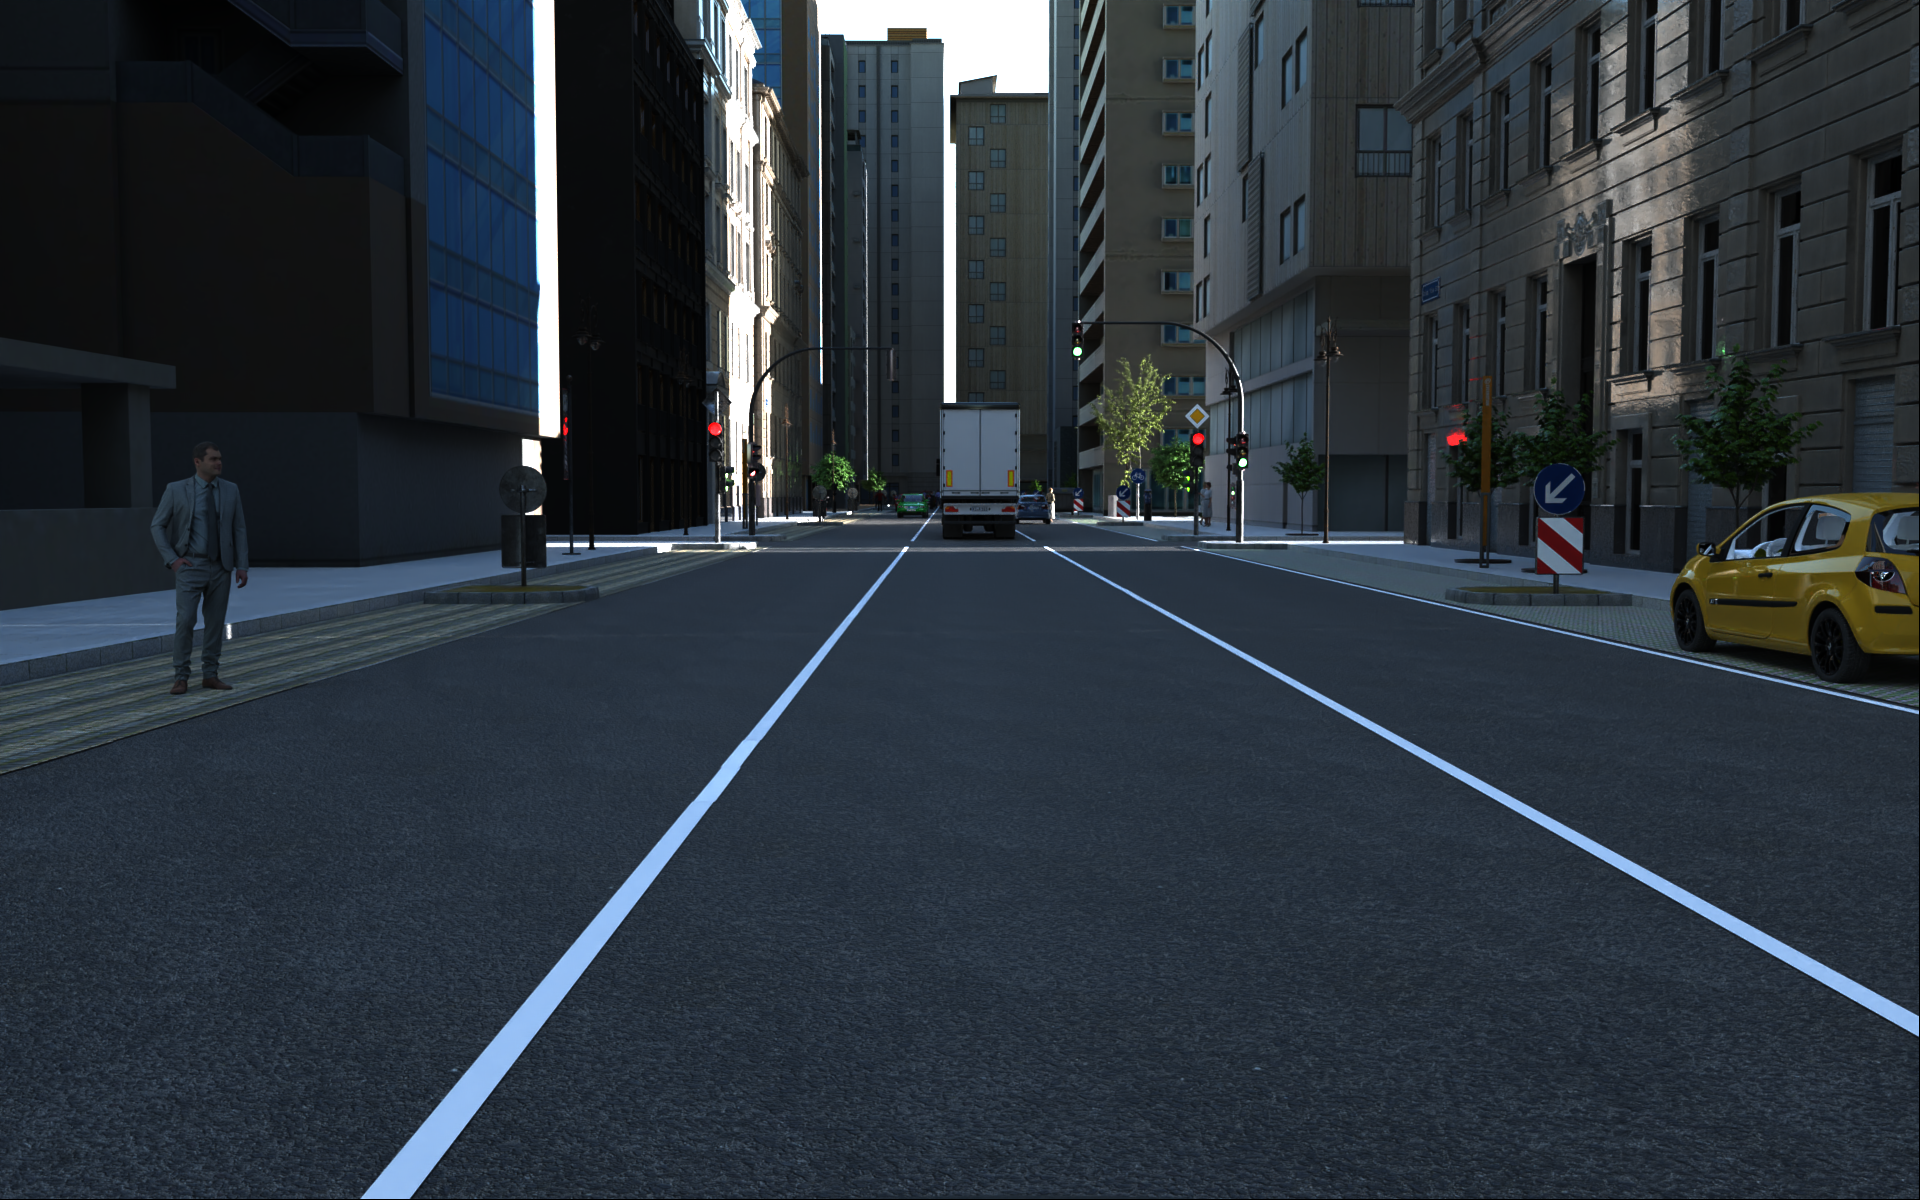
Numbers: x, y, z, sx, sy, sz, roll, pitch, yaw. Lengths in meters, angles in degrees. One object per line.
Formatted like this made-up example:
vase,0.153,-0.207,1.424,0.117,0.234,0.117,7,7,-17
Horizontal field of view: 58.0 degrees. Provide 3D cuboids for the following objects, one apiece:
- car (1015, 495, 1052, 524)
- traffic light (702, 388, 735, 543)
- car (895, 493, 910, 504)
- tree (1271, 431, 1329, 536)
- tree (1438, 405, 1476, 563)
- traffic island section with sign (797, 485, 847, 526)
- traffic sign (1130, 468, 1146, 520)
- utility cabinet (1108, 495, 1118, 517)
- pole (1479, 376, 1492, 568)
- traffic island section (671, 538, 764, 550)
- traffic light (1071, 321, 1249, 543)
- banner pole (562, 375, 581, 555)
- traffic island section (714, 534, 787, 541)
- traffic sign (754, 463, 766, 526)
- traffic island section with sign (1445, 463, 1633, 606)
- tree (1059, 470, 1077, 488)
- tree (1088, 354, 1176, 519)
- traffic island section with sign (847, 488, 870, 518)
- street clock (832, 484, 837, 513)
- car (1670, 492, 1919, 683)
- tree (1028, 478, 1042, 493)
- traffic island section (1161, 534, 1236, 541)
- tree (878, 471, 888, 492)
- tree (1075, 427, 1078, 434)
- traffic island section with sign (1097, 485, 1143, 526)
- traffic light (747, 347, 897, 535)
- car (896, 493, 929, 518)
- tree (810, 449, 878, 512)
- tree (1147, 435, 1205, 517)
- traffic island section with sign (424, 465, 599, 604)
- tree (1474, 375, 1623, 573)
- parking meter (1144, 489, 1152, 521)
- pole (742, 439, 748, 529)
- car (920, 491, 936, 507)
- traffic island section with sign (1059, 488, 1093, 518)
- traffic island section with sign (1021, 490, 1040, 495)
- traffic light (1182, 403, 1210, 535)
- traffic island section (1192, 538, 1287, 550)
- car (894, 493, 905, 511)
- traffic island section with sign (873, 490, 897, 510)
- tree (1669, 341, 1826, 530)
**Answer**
car,3.460,-4.399,83.928,2.014,1.417,4.499,0,4,0
traffic light,-6.386,-3.471,45.673,0.839,4.253,0.868,0,4,0
car,-3.382,-6.737,119.189,2.155,1.783,4.494,0,4,-2
tree,10.711,-3.607,53.576,1.663,3.219,1.824,0,3,0
tree,9.665,-2.306,32.310,1.663,3.219,1.824,0,3,0
traffic island section with sign,-6.305,-4.270,78.434,1.989,1.847,2.006,0,4,0
traffic sign,8.849,-5.261,86.131,0.768,2.556,0.104,0,4,1
utility cabinet,8.635,-5.292,97.680,0.306,1.237,1.020,-1,4,-12
pole,9.101,-2.210,29.979,0.158,3.312,0.155,0,3,0
traffic island section,-6.426,-1.439,45.808,2.009,0.180,2.903,0,4,0
traffic light,5.283,-4.340,45.620,4.771,5.953,1.251,0,4,0
banner pole,-8.234,-2.835,36.366,0.401,3.779,0.863,0,4,1
traffic island section,-6.476,-1.927,53.793,2.009,0.180,2.903,0,4,0
traffic sign,-8.267,-4.300,70.408,0.768,2.556,0.104,0,4,5
traffic island section with sign,7.559,-0.876,22.949,1.989,1.847,2.006,0,4,0
tree,9.016,-8.771,138.006,1.663,3.219,1.824,0,3,0
tree,9.049,-8.560,90.316,4.737,8.622,4.395,0,3,0
traffic island section with sign,-6.467,-5.918,105.389,1.989,1.847,2.006,0,4,0
street clock,-8.614,-6.990,118.854,0.358,2.002,0.471,-2,4,-27
car,7.400,-0.259,14.467,2.015,1.641,3.980,0,3,0
tree,8.993,-12.915,205.756,1.663,3.219,1.824,0,3,0
traffic island section,7.365,-1.932,53.874,2.009,0.180,2.903,0,4,0
tree,-10.296,-13.625,206.487,4.285,4.588,4.351,0,3,0
tree,10.268,-10.659,124.638,4.360,8.622,3.978,0,3,0
traffic island section with sign,7.220,-4.272,78.472,1.989,1.847,2.006,0,4,0
traffic light,-4.345,-4.834,53.706,4.771,5.953,1.251,0,4,0
car,-2.859,-5.892,105.130,1.959,1.807,4.718,0,4,1
tree,-9.170,-8.717,126.235,4.285,4.588,4.351,0,3,0
tree,12.035,-6.874,96.096,4.285,4.588,4.351,0,3,0
traffic island section with sign,-5.962,-0.900,23.347,1.989,1.847,2.006,0,4,0
tree,9.703,-2.069,28.424,1.663,3.219,1.824,0,3,0
parking meter,9.012,-4.567,83.084,0.372,1.533,0.369,0,3,0
pole,-7.933,-4.283,63.873,0.158,3.312,0.155,0,3,0
car,-3.752,-11.627,198.780,2.281,1.827,5.304,0,4,-2
traffic island section with sign,7.044,-5.920,105.426,1.989,1.847,2.006,0,4,0
traffic island section with sign,6.743,-8.992,155.641,1.989,1.847,2.006,0,4,0
traffic light,7.325,-3.966,53.759,0.839,4.253,0.868,0,4,0
traffic island section,7.415,-1.444,45.889,2.009,0.180,2.903,0,4,0
car,-4.425,-8.244,143.836,2.155,1.783,4.494,0,4,0
traffic island section with sign,-6.780,-8.986,155.552,1.989,1.847,2.006,0,4,0
tree,9.880,-1.683,22.116,1.663,3.219,1.824,0,3,0
